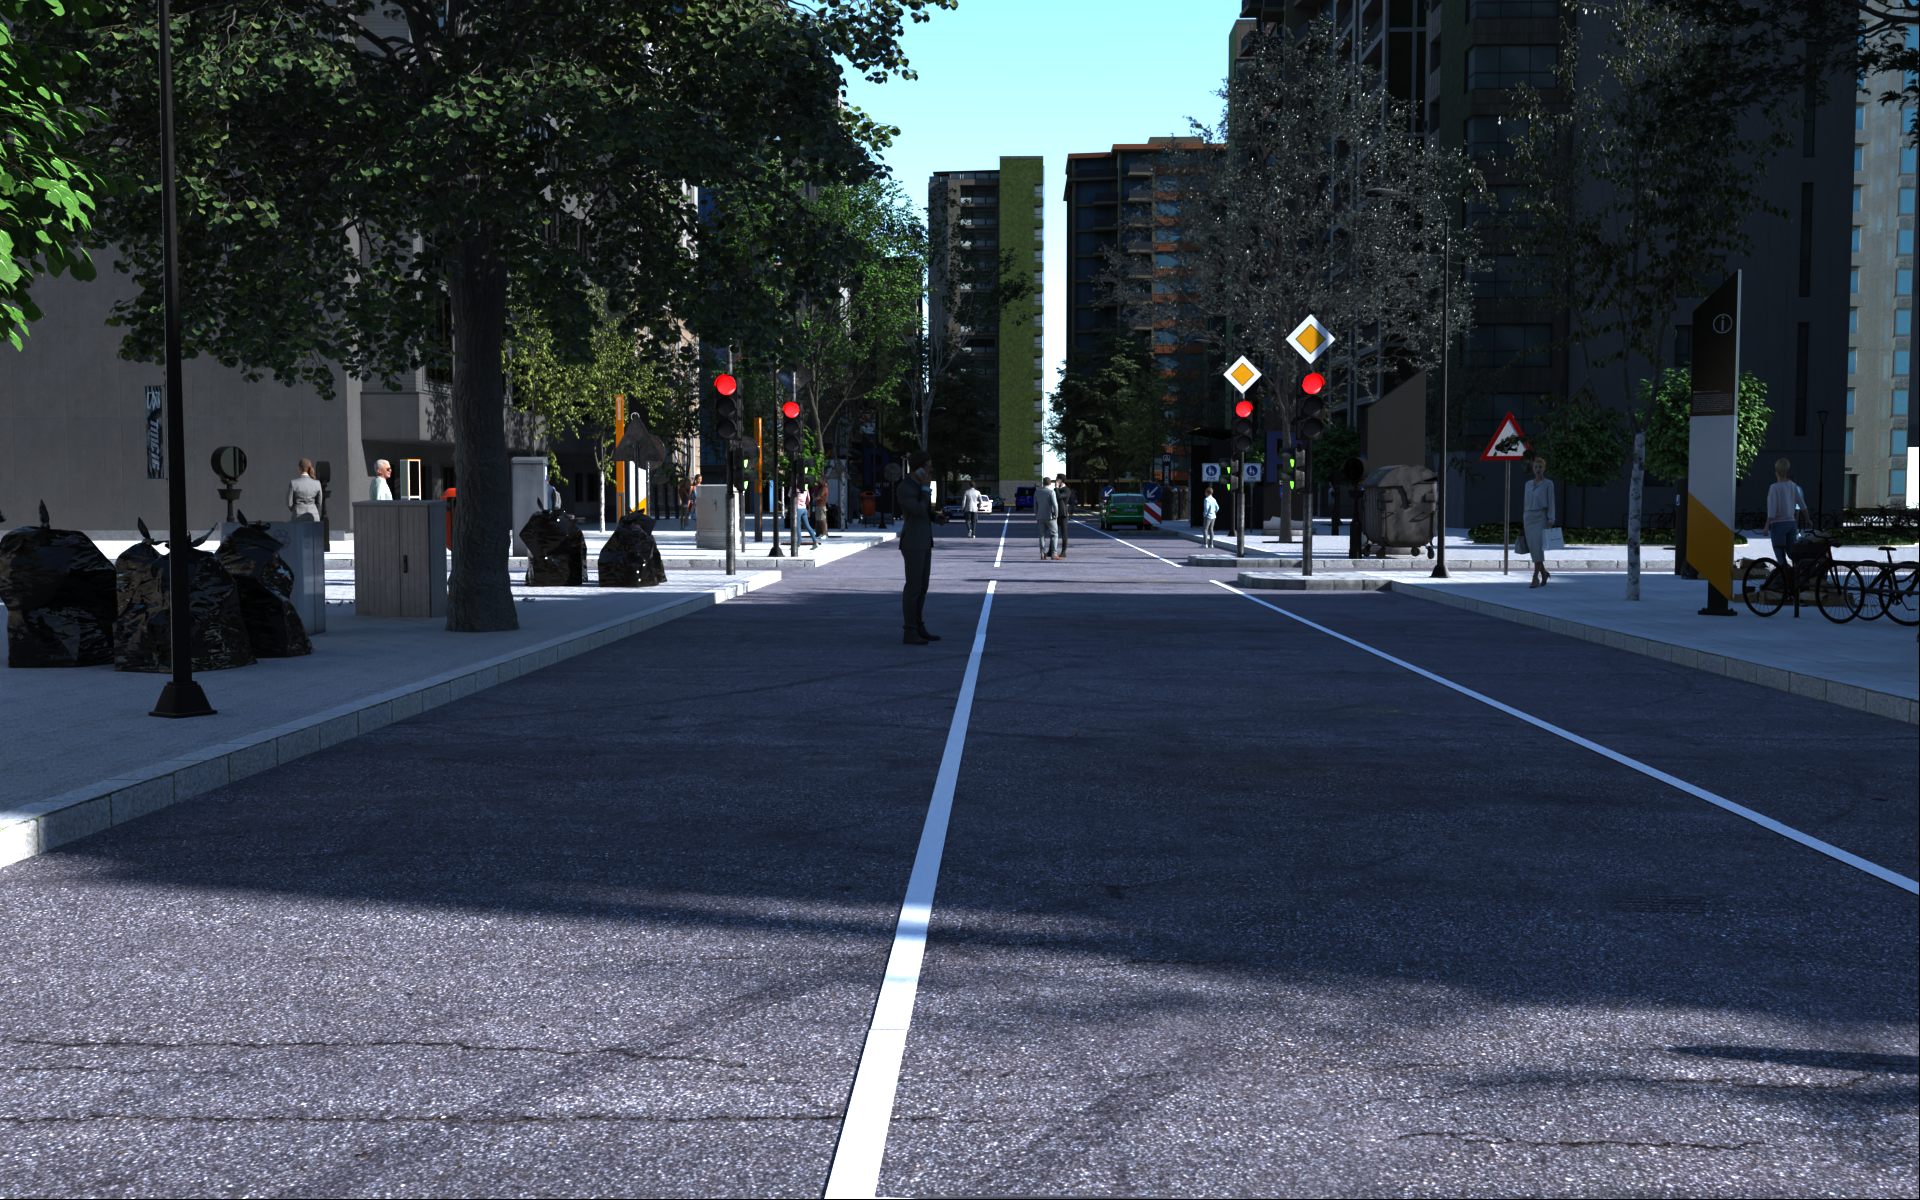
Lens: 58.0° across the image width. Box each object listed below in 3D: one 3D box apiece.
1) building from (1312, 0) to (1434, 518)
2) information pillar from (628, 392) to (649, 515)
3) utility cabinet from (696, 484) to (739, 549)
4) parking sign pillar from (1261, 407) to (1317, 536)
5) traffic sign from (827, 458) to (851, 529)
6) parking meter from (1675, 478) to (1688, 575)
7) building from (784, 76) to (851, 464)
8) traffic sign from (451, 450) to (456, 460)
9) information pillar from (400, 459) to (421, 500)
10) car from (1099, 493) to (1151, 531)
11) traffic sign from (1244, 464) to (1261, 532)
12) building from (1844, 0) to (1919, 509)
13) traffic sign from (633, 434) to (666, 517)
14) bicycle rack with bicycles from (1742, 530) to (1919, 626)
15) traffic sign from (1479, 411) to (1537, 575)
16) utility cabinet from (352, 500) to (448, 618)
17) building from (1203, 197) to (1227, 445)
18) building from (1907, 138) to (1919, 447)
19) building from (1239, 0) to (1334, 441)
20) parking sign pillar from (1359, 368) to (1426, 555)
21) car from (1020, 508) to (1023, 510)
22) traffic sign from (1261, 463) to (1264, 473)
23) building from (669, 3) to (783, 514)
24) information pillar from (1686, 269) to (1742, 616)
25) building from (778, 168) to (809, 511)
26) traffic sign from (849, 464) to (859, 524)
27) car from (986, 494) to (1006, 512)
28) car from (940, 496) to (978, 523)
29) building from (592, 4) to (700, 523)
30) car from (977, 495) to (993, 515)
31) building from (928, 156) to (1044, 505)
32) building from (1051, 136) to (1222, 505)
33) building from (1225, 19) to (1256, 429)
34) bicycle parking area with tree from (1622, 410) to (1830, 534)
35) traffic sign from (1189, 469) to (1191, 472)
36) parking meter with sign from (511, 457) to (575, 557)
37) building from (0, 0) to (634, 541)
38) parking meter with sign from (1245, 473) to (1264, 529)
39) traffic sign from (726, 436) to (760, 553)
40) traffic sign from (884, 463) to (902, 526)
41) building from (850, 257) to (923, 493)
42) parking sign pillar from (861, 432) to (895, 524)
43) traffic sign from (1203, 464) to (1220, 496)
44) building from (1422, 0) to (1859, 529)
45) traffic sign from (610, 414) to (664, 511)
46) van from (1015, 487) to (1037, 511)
[{"bbox_3d":[30.229,-40.091,93.748,20.563,71.187,20.611,0,4,2],"label":"building"},{"bbox_3d":[-7.432,-2.978,40.045,0.504,3.616,0.183,-2,4,-32],"label":"information pillar"},{"bbox_3d":[-5.605,-1.914,39.965,1.173,1.500,0.318,3,5,42],"label":"utility cabinet"},{"bbox_3d":[10.776,-4.117,55.778,1.447,3.967,1.447,-3,5,-39],"label":"parking sign pillar"},{"bbox_3d":[-4.390,-3.838,62.758,0.884,2.594,0.081,0,4,5],"label":"traffic sign"},{"bbox_3d":[11.531,-1.162,27.414,0.372,1.533,0.369,0,3,0],"label":"parking meter"},{"bbox_3d":[-17.928,-29.658,168.509,14.086,41.232,14.154,0,4,2],"label":"building"},{"bbox_3d":[-7.643,-1.676,27.399,0.884,2.594,0.081,1,4,10],"label":"traffic sign"},{"bbox_3d":[-11.623,-1.968,36.667,0.304,2.012,0.304,3,5,40],"label":"information pillar"},{"bbox_3d":[6.548,-3.665,68.722,1.959,1.807,4.718,0,4,0],"label":"car"},{"bbox_3d":[9.714,-3.399,57.703,0.606,2.300,0.079,0,4,2],"label":"traffic sign"},{"bbox_3d":[70.650,-33.102,160.828,30.456,49.044,23.786,0,4,2],"label":"building"},{"bbox_3d":[-6.661,-2.254,36.955,0.768,2.556,0.104,0,4,6],"label":"traffic sign"},{"bbox_3d":[9.664,-0.230,17.146,2.852,0.926,2.925,-1,4,-12],"label":"bicycle rack with bicycles"},{"bbox_3d":[8.640,-1.672,27.343,0.884,2.594,0.081,0,4,5],"label":"traffic sign"},{"bbox_3d":[-5.904,-0.434,18.250,1.020,1.237,0.306,2,4,23],"label":"utility cabinet"},{"bbox_3d":[30.401,-24.213,167.577,14.160,30.474,14.107,0,4,2],"label":"building"},{"bbox_3d":[39.119,-22.487,51.257,14.086,41.232,14.154,0,4,2],"label":"building"},{"bbox_3d":[32.903,-29.165,131.467,22.147,44.769,28.867,0,4,2],"label":"building"},{"bbox_3d":[9.255,-2.974,37.092,1.447,3.967,1.447,-1,4,-9],"label":"parking sign pillar"},{"bbox_3d":[6.495,-9.106,160.680,2.131,1.459,4.920,0,4,3],"label":"car"},{"bbox_3d":[11.458,-3.972,64.953,0.884,2.594,0.081,0,4,6],"label":"traffic sign"},{"bbox_3d":[-19.944,-28.592,117.588,14.600,45.320,14.200,0,4,2],"label":"building"},{"bbox_3d":[7.976,-1.649,18.313,0.183,3.616,0.504,-3,5,-43],"label":"information pillar"},{"bbox_3d":[-27.024,-27.260,137.587,32.217,40.220,23.993,0,4,2],"label":"building"},{"bbox_3d":[-4.719,-4.541,74.346,0.768,2.556,0.104,0,4,3],"label":"traffic sign"},{"bbox_3d":[2.713,-7.989,142.410,2.131,1.459,4.920,0,4,2],"label":"car"},{"bbox_3d":[-0.016,-4.529,86.634,1.945,1.354,3.894,0,4,2],"label":"car"},{"bbox_3d":[-20.947,-18.389,86.560,13.634,28.700,20.117,0,4,2],"label":"building"},{"bbox_3d":[1.293,-6.740,122.565,2.083,1.381,4.827,0,4,2],"label":"car"},{"bbox_3d":[3.187,-32.341,212.367,14.086,41.232,14.154,0,4,2],"label":"building"},{"bbox_3d":[25.768,-34.279,215.084,28.867,44.769,22.147,0,4,2],"label":"building"},{"bbox_3d":[30.413,-28.720,153.172,14.154,41.232,14.086,0,4,2],"label":"building"},{"bbox_3d":[27.366,-4.361,58.305,8.231,4.147,9.016,-1,4,-13],"label":"bicycle parking area with tree"},{"bbox_3d":[9.224,-4.092,66.634,0.795,2.593,0.064,0,4,5],"label":"traffic sign"},{"bbox_3d":[-8.789,-2.394,35.401,1.738,3.016,0.543,0,4,-6],"label":"parking meter with sign"},{"bbox_3d":[-21.704,-14.837,61.655,14.314,24.678,30.058,0,4,2],"label":"building"},{"bbox_3d":[11.191,-4.111,63.469,1.738,3.016,0.543,3,5,44],"label":"parking meter with sign"},{"bbox_3d":[-4.759,-2.315,37.955,0.768,2.556,0.104,0,4,4],"label":"traffic sign"},{"bbox_3d":[-2.740,-4.309,70.554,0.768,2.556,0.104,0,4,8],"label":"traffic sign"},{"bbox_3d":[-11.757,-26.927,211.950,14.107,30.474,14.160,0,4,2],"label":"building"},{"bbox_3d":[-3.512,-5.219,73.809,1.447,3.967,1.447,0,4,-1],"label":"parking sign pillar"},{"bbox_3d":[8.381,-3.405,57.806,0.606,2.300,0.079,0,4,5],"label":"traffic sign"},{"bbox_3d":[25.872,-18.232,69.800,14.160,30.474,14.107,0,4,2],"label":"building"},{"bbox_3d":[-5.253,-1.722,28.157,0.884,2.594,0.081,0,4,2],"label":"traffic sign"},{"bbox_3d":[5.742,-8.763,147.657,2.240,2.365,5.245,0,4,3],"label":"van"}]
